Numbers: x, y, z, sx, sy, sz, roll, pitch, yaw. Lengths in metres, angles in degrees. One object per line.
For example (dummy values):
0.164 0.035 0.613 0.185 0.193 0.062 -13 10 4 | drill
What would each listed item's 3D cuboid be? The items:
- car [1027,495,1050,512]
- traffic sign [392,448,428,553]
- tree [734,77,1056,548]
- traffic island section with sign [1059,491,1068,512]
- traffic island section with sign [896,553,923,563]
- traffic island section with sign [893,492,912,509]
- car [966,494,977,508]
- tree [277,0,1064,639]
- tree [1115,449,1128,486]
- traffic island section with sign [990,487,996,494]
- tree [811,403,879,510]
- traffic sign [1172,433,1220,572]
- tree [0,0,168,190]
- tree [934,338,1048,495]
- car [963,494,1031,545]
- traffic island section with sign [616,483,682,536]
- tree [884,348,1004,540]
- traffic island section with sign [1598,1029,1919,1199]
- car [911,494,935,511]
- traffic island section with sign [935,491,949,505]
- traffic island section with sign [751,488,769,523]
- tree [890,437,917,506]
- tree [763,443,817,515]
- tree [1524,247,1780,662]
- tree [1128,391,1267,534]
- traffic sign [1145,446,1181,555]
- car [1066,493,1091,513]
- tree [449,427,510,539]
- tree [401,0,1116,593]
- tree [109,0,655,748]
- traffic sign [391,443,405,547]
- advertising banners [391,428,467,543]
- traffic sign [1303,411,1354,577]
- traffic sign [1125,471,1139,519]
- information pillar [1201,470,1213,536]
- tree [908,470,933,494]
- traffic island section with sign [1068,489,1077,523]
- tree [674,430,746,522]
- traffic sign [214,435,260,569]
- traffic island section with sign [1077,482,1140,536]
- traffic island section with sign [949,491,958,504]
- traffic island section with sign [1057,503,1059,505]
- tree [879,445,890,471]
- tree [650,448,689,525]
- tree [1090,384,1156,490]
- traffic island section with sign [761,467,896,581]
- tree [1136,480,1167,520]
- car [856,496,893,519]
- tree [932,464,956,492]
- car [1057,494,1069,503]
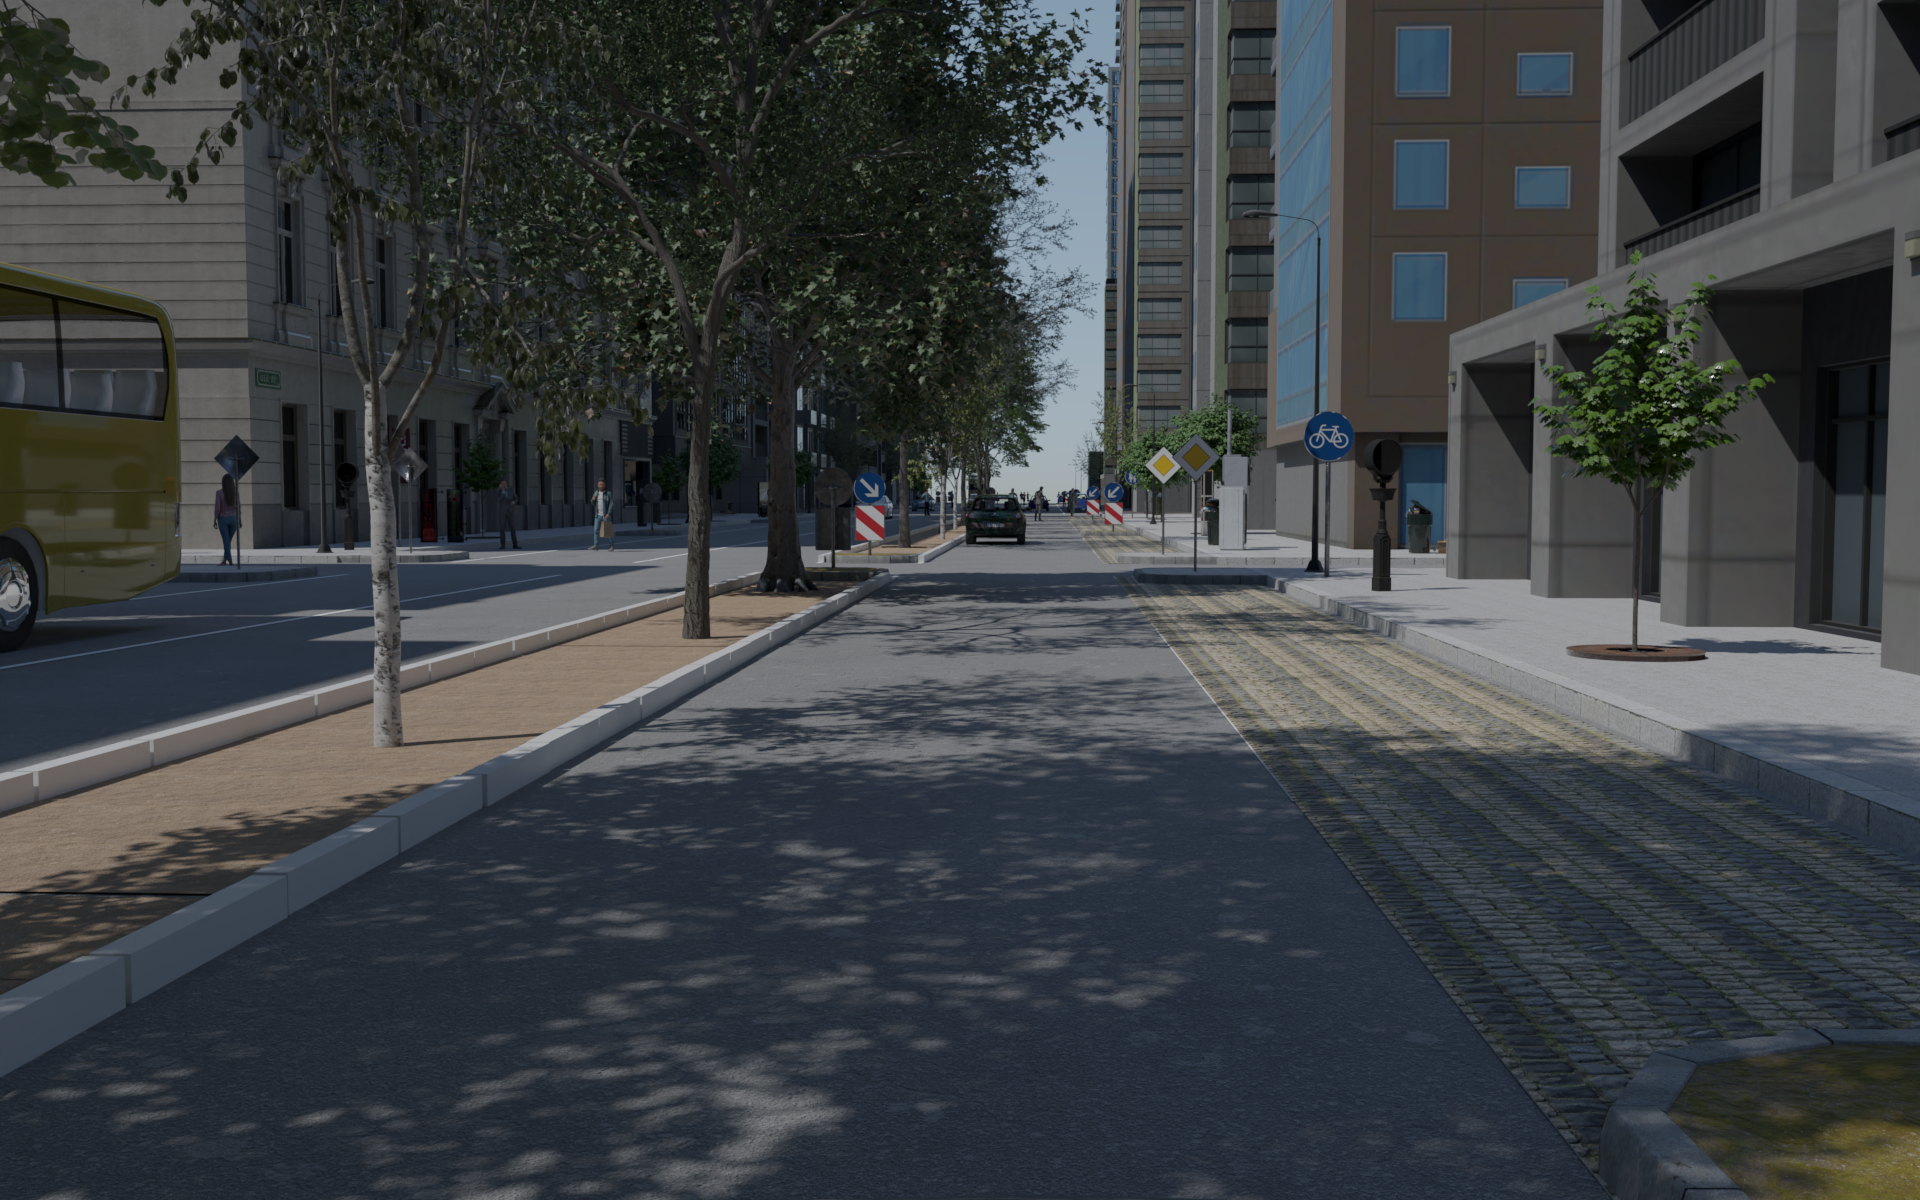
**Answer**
6.527 -8.013 143.585 1.945 1.354 3.894 0 4 3 | car
-11.878 -2.066 37.418 0.795 2.450 0.064 0 4 3 | traffic sign
-1.499 -8.126 45.682 12.009 13.543 11.850 0 3 0 | tree
9.046 -7.827 136.604 1.989 1.847 2.006 0 4 3 | traffic island section with sign
-1.837 -1.743 36.629 2.006 1.907 1.989 0 4 3 | traffic island section with sign
-5.492 -9.523 164.335 1.989 1.847 2.006 0 4 3 | traffic island section with sign
1.619 -10.085 175.111 2.015 1.641 3.980 0 4 3 | car
-2.642 -4.866 16.425 8.767 10.594 7.601 0 4 3 | tree
9.185 -5.795 78.458 4.285 4.588 4.351 0 3 0 | tree
1.948 -6.333 111.673 2.006 1.907 1.989 0 4 3 | traffic island section with sign
-9.081 -11.051 131.039 4.360 8.622 3.978 0 3 0 | tree
3.891 -1.527 28.608 0.795 2.450 0.064 0 4 3 | traffic sign
-3.498 -5.046 3.093 7.486 12.596 7.792 0 3 0 | tree
1.541 -10.455 99.159 9.928 11.665 9.643 0 3 0 | tree
1.060 -2.488 50.469 2.009 1.686 4.222 0 4 2 | car
-10.760 -3.152 60.159 1.989 1.847 2.006 0 4 3 | traffic island section with sign
-0.565 -6.204 54.252 4.737 8.622 4.395 0 3 0 | tree
2.308 0.338 3.097 1.989 1.847 2.006 0 4 3 | traffic island section with sign
-3.057 -8.123 144.811 2.014 1.417 4.499 0 4 3 | car
-2.722 -12.878 219.185 1.989 1.847 2.006 0 4 3 | traffic island section with sign
-9.396 -4.798 87.080 1.989 1.847 2.006 0 4 3 | traffic island section with sign
-6.548 -14.351 184.993 4.360 8.622 3.978 0 3 0 | tree
-10.505 -7.557 107.269 4.285 4.588 4.351 0 3 0 | tree
5.343 -1.172 13.760 1.663 3.219 1.824 0 3 0 | tree
8.200 -4.392 55.516 4.285 4.588 4.351 0 3 0 | tree
4.294 -2.015 36.582 0.795 2.450 0.064 0 4 3 | traffic sign
9.121 -7.547 132.979 1.945 1.707 3.694 0 4 3 | car
-13.892 -3.381 49.886 1.663 3.219 1.824 0 3 0 | tree
-2.598 -6.458 25.058 9.611 12.733 9.660 0 3 0 | tree
-3.225 -3.454 9.287 4.360 8.622 3.978 0 3 0 | tree
-13.622 -2.572 42.060 0.884 2.594 0.081 1 4 11 | traffic sign
-14.044 -3.035 45.808 2.074 3.025 0.090 1 4 10 | advertising banners
5.684 -1.630 26.758 0.768 2.556 0.104 1 4 10 | traffic sign
9.006 -5.522 90.385 0.768 2.556 0.104 1 4 12 | traffic sign
7.557 -2.967 52.998 0.304 2.012 0.304 0 4 -8 | information pillar
-4.987 -14.090 214.087 4.285 4.588 4.351 0 3 0 | tree
6.511 -4.761 86.467 1.989 1.847 2.006 0 4 3 | traffic island section with sign
-11.719 -5.971 81.336 4.285 4.588 4.351 0 3 0 | tree
-12.281 -1.578 29.443 0.795 2.450 0.064 0 4 3 | traffic sign
5.144 -3.114 59.546 1.989 1.847 2.006 0 4 3 | traffic island section with sign
-1.361 -14.525 246.106 1.989 1.847 2.006 0 4 3 | traffic island section with sign
10.414 -9.474 163.525 1.989 1.847 2.006 0 4 3 | traffic island section with sign
-8.558 -11.663 141.059 4.360 8.622 3.978 0 3 0 | tree
-12.040 -4.757 72.379 1.663 3.219 1.824 0 3 0 | tree
10.597 -10.076 115.099 4.737 8.622 4.395 0 3 0 | tree
-2.221 -1.290 29.232 2.006 1.907 1.989 0 4 3 | traffic island section with sign
9.964 -5.652 87.018 1.663 3.219 1.824 0 3 0 | tree
-4.917 -5.355 99.918 2.083 1.381 4.827 0 4 3 | car
-2.568 -18.986 260.783 4.360 8.622 3.978 0 3 0 | tree
15.078 -14.901 253.218 1.945 1.707 3.694 0 4 2 | car
